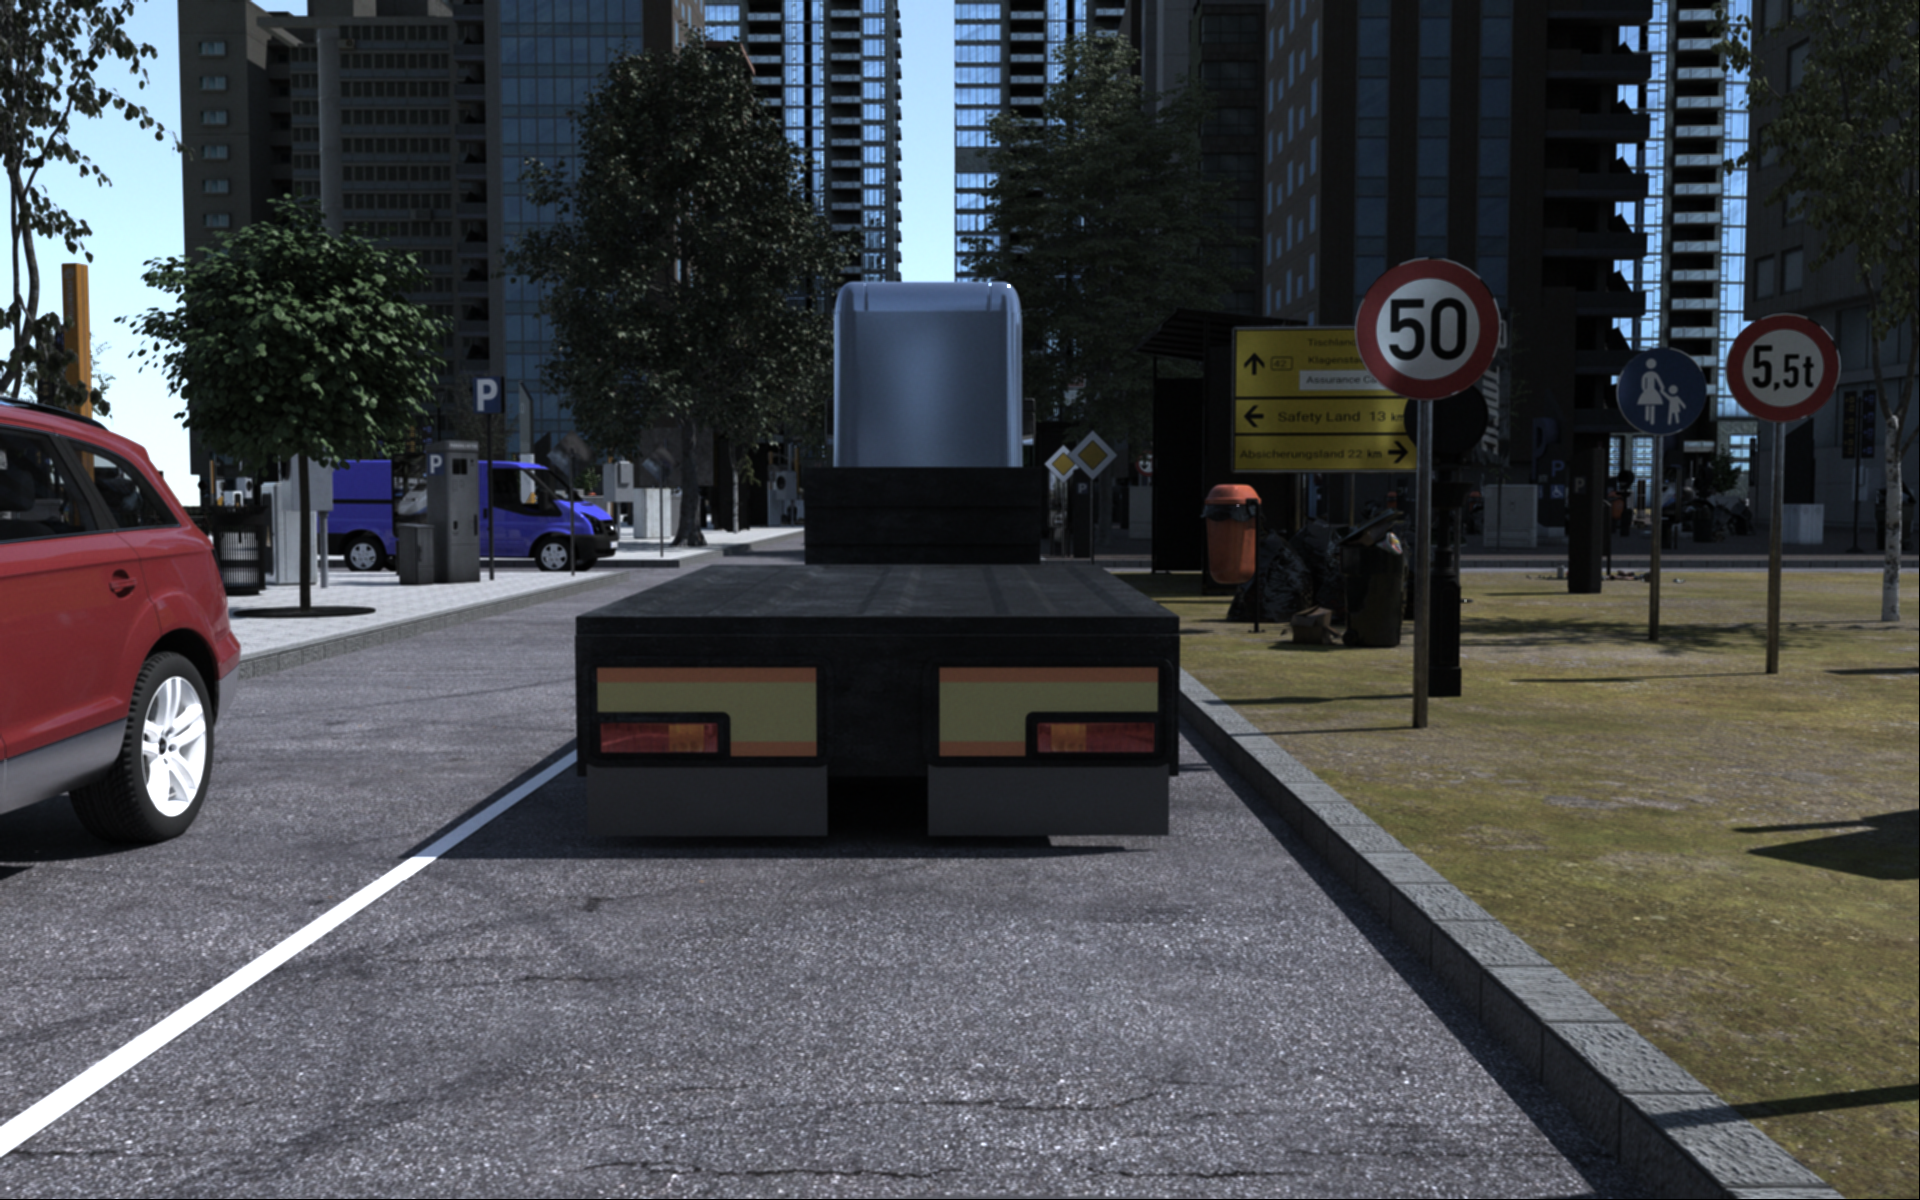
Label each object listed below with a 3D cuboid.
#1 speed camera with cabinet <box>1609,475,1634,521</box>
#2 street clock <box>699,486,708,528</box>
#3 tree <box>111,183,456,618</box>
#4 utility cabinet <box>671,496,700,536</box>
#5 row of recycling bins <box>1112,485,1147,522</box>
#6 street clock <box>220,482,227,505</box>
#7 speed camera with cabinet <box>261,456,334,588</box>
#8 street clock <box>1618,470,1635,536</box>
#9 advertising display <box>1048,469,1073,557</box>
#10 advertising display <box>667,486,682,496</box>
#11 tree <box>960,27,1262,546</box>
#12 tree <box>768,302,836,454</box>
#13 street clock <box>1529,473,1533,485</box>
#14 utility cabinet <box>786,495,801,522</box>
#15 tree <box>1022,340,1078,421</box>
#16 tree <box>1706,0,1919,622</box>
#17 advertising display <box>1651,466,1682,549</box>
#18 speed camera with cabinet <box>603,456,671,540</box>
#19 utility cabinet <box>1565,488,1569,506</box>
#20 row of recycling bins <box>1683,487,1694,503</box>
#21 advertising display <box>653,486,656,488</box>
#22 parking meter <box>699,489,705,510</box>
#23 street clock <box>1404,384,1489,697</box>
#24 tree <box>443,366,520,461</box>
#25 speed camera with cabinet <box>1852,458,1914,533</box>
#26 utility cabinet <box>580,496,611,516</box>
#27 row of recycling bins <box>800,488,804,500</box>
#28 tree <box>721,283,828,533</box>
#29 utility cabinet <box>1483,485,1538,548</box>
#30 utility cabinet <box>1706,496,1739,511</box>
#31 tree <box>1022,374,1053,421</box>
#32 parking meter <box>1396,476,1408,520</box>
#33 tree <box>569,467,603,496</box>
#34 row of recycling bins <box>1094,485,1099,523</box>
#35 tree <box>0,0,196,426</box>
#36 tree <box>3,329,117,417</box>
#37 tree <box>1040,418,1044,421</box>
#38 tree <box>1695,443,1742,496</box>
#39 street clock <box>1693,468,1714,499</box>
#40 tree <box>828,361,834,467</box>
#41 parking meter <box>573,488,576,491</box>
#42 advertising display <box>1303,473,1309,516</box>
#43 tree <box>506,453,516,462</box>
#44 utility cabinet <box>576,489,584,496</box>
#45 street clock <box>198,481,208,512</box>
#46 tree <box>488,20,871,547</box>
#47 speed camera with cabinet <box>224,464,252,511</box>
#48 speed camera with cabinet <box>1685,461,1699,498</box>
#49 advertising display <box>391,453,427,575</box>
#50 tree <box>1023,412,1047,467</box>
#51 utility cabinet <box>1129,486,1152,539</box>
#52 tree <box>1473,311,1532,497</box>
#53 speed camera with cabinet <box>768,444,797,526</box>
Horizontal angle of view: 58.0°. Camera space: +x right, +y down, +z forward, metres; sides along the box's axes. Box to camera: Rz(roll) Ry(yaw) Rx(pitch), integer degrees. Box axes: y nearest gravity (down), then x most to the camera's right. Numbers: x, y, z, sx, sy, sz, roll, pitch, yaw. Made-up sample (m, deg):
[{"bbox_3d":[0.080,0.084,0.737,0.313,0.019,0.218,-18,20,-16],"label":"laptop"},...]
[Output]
[{"bbox_3d":[31.013,-5.352,81.840,0.660,3.252,2.038,-1,4,-14],"label":"speed camera with cabinet"},{"bbox_3d":[-9.766,-3.751,65.906,0.471,2.002,0.358,3,5,44],"label":"street clock"},{"bbox_3d":[-7.114,-2.125,18.451,4.285,4.588,4.351,0,3,0],"label":"tree"},{"bbox_3d":[-8.445,-2.540,52.699,1.020,1.237,0.306,-2,4,-27],"label":"utility cabinet"},{"bbox_3d":[8.256,-4.426,79.471,3.534,1.692,1.069,-2,4,-34],"label":"row of recycling bins"},{"bbox_3d":[-42.785,-5.877,100.659,0.471,2.002,0.358,3,5,44],"label":"street clock"},{"bbox_3d":[-9.285,-1.826,24.187,0.660,3.252,2.038,-2,4,-32],"label":"speed camera with cabinet"},{"bbox_3d":[20.205,-2.937,52.590,0.358,2.002,0.471,-1,4,-23],"label":"street clock"},{"bbox_3d":[2.065,-1.865,35.715,0.123,1.923,0.974,-1,4,-21],"label":"advertising display"},{"bbox_3d":[-13.904,-4.897,85.275,0.974,1.923,0.123,1,4,17],"label":"advertising display"},{"bbox_3d":[3.585,-7.658,43.337,7.486,12.596,7.792,0,3,0],"label":"tree"},{"bbox_3d":[-6.477,-11.799,103.291,12.009,13.543,11.850,0,3,0],"label":"tree"},{"bbox_3d":[19.775,-3.379,59.815,0.358,2.002,0.471,1,4,23],"label":"street clock"},{"bbox_3d":[-7.934,-4.272,81.012,1.020,1.237,0.306,0,4,1],"label":"utility cabinet"},{"bbox_3d":[3.173,-12.796,119.586,12.009,13.543,11.850,0,3,0],"label":"tree"},{"bbox_3d":[9.351,-4.075,16.994,4.737,8.622,4.395,0,3,0],"label":"tree"},{"bbox_3d":[16.495,-2.157,40.488,0.123,1.923,0.974,-1,4,-12],"label":"advertising display"},{"bbox_3d":[-9.213,-3.370,49.431,0.660,3.252,2.038,3,5,40],"label":"speed camera with cabinet"},{"bbox_3d":[20.402,-3.096,59.304,1.173,1.500,0.318,0,4,-6],"label":"utility cabinet"},{"bbox_3d":[40.934,-5.638,99.296,1.069,1.692,3.534,0,4,-6],"label":"row of recycling bins"},{"bbox_3d":[-17.673,-5.809,100.190,0.123,1.923,0.974,-1,4,-16],"label":"advertising display"},{"bbox_3d":[-11.193,-4.062,74.817,0.372,1.533,0.369,0,3,0],"label":"parking meter"},{"bbox_3d":[3.069,-0.393,10.989,0.471,2.002,0.358,0,4,-7],"label":"street clock"},{"bbox_3d":[-27.779,-9.174,100.353,4.360,8.622,3.978,0,3,0],"label":"tree"},{"bbox_3d":[30.439,-3.840,57.116,0.660,3.252,2.038,-1,4,-16],"label":"speed camera with cabinet"},{"bbox_3d":[-10.973,-2.488,51.841,1.020,1.237,0.306,1,4,14],"label":"utility cabinet"},{"bbox_3d":[-9.348,-5.605,98.755,1.069,1.692,3.534,0,4,-4],"label":"row of recycling bins"},{"bbox_3d":[-7.064,-6.473,56.204,4.737,8.622,4.395,0,3,0],"label":"tree"},{"bbox_3d":[13.040,-1.979,41.042,1.173,1.500,0.318,3,4,36],"label":"utility cabinet"},{"bbox_3d":[26.417,-2.981,59.903,1.020,1.237,0.306,-1,4,-18],"label":"utility cabinet"},{"bbox_3d":[3.491,-9.464,105.105,4.737,8.622,4.395,0,3,0],"label":"tree"},{"bbox_3d":[14.423,-3.108,56.525,0.255,1.863,0.399,2,4,31],"label":"parking meter"},{"bbox_3d":[-19.589,-5.847,90.196,1.663,3.219,1.824,0,3,0],"label":"tree"},{"bbox_3d":[4.732,-4.230,76.268,3.534,1.692,1.069,-1,4,-9],"label":"row of recycling bins"},{"bbox_3d":[-6.995,-3.774,12.061,4.360,8.622,3.978,0,3,0],"label":"tree"},{"bbox_3d":[-36.761,-7.367,70.812,4.737,8.622,4.395,0,3,0],"label":"tree"},{"bbox_3d":[2.804,-13.968,145.392,9.611,12.733,9.660,0,3,0],"label":"tree"},{"bbox_3d":[28.766,-4.347,65.681,1.663,3.219,1.824,0,3,0],"label":"tree"},{"bbox_3d":[20.360,-2.615,47.332,0.358,2.002,0.471,0,4,-1],"label":"street clock"},{"bbox_3d":[-6.488,-7.946,80.284,4.737,8.622,4.395,0,3,0],"label":"tree"},{"bbox_3d":[-13.743,-3.227,61.179,0.372,1.533,0.369,0,3,0],"label":"parking meter"},{"bbox_3d":[10.364,-2.912,52.825,0.123,1.923,0.974,-1,4,-15],"label":"advertising display"},{"bbox_3d":[-20.978,-5.291,81.117,1.663,3.219,1.824,0,3,0],"label":"tree"},{"bbox_3d":[-17.653,-4.329,79.465,0.318,1.500,1.173,-3,4,-39],"label":"utility cabinet"},{"bbox_3d":[-41.160,-5.482,94.202,0.471,2.002,0.358,0,4,-5],"label":"street clock"},{"bbox_3d":[-6.694,-7.677,42.527,9.611,12.733,9.660,0,3,0],"label":"tree"},{"bbox_3d":[-39.207,-6.098,94.040,0.660,3.252,2.038,0,4,6],"label":"speed camera with cabinet"},{"bbox_3d":[42.658,-6.592,102.115,2.038,3.252,0.660,-1,4,-18],"label":"speed camera with cabinet"},{"bbox_3d":[-8.480,-1.355,27.371,0.974,1.923,0.123,0,4,4],"label":"advertising display"},{"bbox_3d":[2.921,-5.055,66.362,4.285,4.588,4.351,0,3,0],"label":"tree"},{"bbox_3d":[5.351,-2.456,48.837,1.173,1.500,0.318,3,4,36],"label":"utility cabinet"},{"bbox_3d":[20.043,-7.114,66.674,4.737,8.622,4.395,0,3,0],"label":"tree"},{"bbox_3d":[-7.332,-4.565,68.973,0.660,3.252,2.038,-3,5,-43],"label":"speed camera with cabinet"}]
